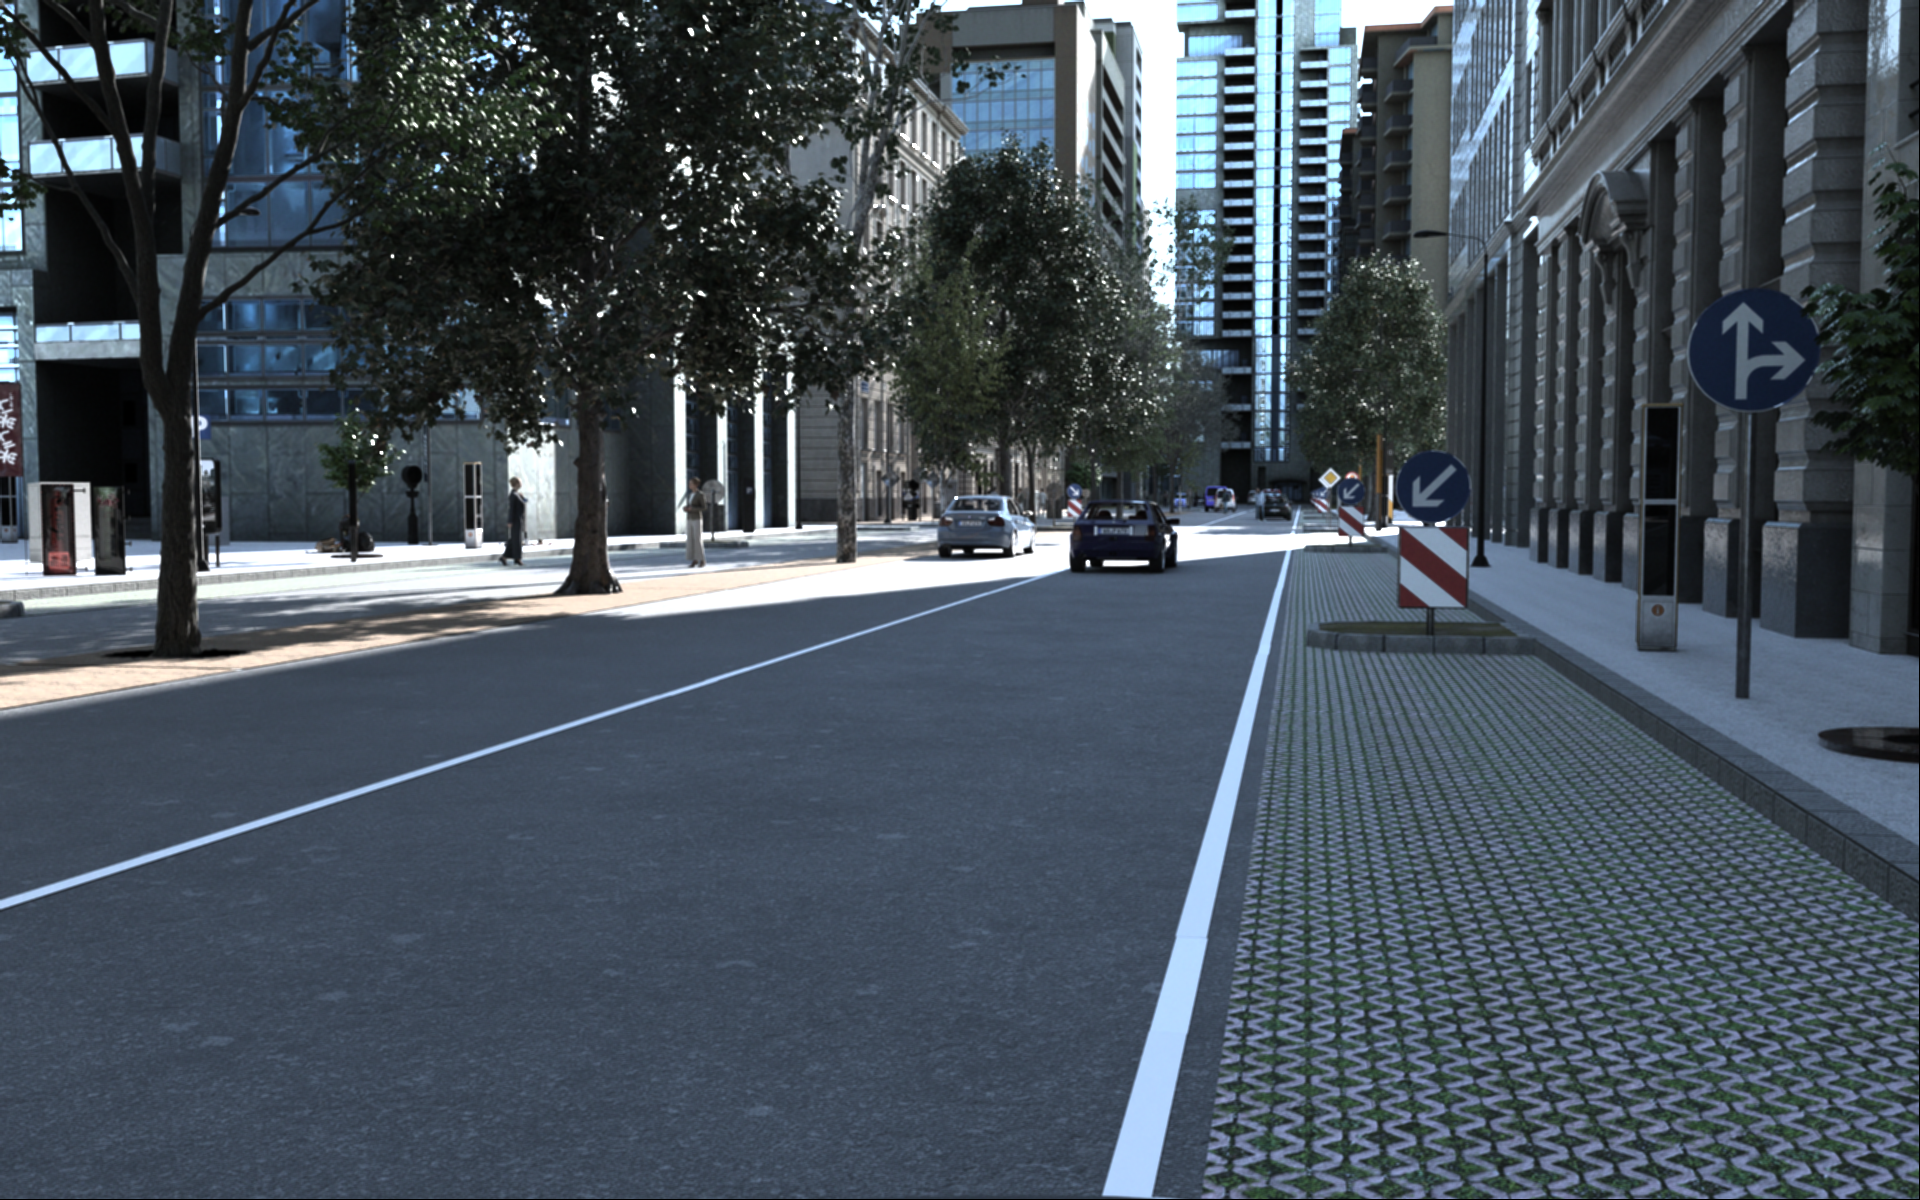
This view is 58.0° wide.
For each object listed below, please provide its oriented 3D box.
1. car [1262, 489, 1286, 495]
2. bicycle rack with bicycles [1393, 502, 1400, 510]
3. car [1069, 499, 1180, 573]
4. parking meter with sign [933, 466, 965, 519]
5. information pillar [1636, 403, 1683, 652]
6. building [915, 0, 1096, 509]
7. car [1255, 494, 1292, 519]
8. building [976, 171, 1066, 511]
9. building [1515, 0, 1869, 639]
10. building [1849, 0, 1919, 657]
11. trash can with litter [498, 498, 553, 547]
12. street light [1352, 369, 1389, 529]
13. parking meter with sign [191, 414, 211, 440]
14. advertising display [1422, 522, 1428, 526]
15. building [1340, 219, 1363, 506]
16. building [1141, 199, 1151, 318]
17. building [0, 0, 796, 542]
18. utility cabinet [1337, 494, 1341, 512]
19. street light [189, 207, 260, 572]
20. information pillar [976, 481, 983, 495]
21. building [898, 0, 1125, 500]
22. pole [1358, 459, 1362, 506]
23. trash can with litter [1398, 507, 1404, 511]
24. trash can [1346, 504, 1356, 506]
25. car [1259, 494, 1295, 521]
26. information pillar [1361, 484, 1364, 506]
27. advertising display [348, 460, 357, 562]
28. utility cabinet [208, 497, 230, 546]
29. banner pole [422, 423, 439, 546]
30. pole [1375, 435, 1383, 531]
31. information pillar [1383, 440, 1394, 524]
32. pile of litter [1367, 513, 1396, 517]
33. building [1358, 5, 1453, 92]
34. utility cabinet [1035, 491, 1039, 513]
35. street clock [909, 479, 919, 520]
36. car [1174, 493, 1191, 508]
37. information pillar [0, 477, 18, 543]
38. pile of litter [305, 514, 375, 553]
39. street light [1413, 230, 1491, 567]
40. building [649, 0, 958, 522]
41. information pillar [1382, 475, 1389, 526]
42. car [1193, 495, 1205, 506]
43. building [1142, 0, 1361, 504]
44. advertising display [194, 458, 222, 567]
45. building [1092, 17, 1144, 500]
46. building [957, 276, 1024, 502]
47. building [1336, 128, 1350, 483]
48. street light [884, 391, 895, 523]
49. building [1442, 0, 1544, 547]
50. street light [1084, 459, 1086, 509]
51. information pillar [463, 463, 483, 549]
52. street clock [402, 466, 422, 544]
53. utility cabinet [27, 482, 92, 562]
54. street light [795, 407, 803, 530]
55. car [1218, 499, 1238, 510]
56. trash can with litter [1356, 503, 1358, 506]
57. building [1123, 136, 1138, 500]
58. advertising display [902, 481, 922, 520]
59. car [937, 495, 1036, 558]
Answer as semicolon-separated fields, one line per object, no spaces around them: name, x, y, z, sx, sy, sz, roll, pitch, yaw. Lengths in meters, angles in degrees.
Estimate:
car;24.664;-7.855;137.101;2.281;1.827;5.304;1;4;12
bicycle rack with bicycles;35.050;-7.622;137.995;2.852;0.926;2.925;-3;5;-40
car;3.159;-1.246;32.953;1.945;1.354;3.894;1;4;12
parking meter with sign;-0.536;-5.774;90.666;1.738;3.016;0.543;-1;4;-22
information pillar;5.723;-0.593;14.184;0.304;2.012;0.304;1;4;18
building;4.646;-31.077;158.227;14.600;45.320;14.200;1;4;11
car;18.229;-5.452;100.946;2.131;1.459;4.920;1;4;12
building;1.020;-20.622;134.430;12.463;27.353;25.104;1;4;11
building;13.931;-11.864;22.850;11.050;23.489;19.941;1;4;11
building;10.986;-9.178;4.805;10.420;20.320;16.860;1;4;11
trash can with litter;-10.692;-1.968;43.233;1.678;1.210;2.233;1;4;11
street light;15.264;-5.621;64.447;1.470;5.913;1.316;1;4;11
parking meter with sign;-17.063;-2.596;38.698;0.543;3.016;1.738;-2;4;-27
advertising display;11.068;-2.192;41.057;0.123;1.923;0.974;1;4;22
building;47.252;-25.110;182.242;14.160;30.474;14.107;1;4;11
building;19.018;-34.143;241.831;14.086;41.232;14.154;1;4;11
building;-23.697;-45.468;56.067;31.000;86.520;22.319;1;4;11
utility cabinet;26.909;-6.992;123.005;0.318;1.500;1.173;1;4;12
street light;-12.026;-3.412;28.328;1.470;5.913;1.316;1;4;11
information pillar;1.060;-5.669;97.188;0.304;2.012;0.304;0;4;4
building;4.986;-33.831;176.845;21.300;48.544;21.600;1;4;11
pole;22.777;-6.412;98.673;0.158;3.312;0.155;0;3;0
trash can with litter;33.962;-7.394;132.282;1.055;1.170;0.624;3;4;38
trash can;25.581;-6.220;113.354;0.748;1.137;0.748;0;3;0
car;17.251;-5.189;94.621;2.009;1.686;4.222;1;4;12
information pillar;28.079;-7.148;121.367;0.304;2.012;0.304;2;4;33
advertising display;-11.535;-1.693;32.897;0.123;1.923;0.974;-1;4;-19
utility cabinet;-18.431;-1.949;43.031;0.306;1.237;1.020;-1;4;-10
banner pole;-13.252;-3.245;43.071;0.401;3.779;0.863;-2;4;-28
pole;14.391;-4.012;59.443;0.158;3.312;0.155;0;3;0
information pillar;18.381;-5.078;74.380;0.504;3.616;0.183;-1;4;-9
pile of litter;24.010;-5.175;98.568;1.719;0.858;1.176;0;4;3
building;47.860;-30.899;159.824;22.147;44.769;28.867;1;4;11
utility cabinet;5.002;-6.719;118.529;0.318;1.500;1.173;2;4;33
street clock;-2.235;-4.873;84.242;0.471;2.002;0.358;-1;4;-20
car;23.233;-10.519;181.569;1.945;1.707;3.694;1;4;12
information pillar;-24.911;-2.498;45.329;0.304;2.012;0.304;0;4;-1
pile of litter;-13.678;-1.484;38.227;1.719;0.858;1.176;-3;5;-44
street light;8.672;-3.549;30.559;1.470;5.913;1.316;1;4;11
building;-7.922;-17.933;90.473;12.463;27.353;25.104;1;4;11
information pillar;16.007;-3.723;65.359;0.304;2.012;0.304;0;4;8
car;28.256;-11.654;203.116;1.945;1.354;3.894;1;4;12
building;41.932;-56.725;240.121;31.000;86.520;22.319;1;4;11
advertising display;-13.555;-1.564;30.782;0.974;1.923;0.123;1;4;20
building;8.164;-41.207;215.740;28.212;58.520;21.231;1;4;11
building;-2.016;-15.138;112.142;10.561;19.102;19.286;1;4;11
building;55.398;-33.529;202.824;22.147;44.769;28.867;1;4;11
street light;-2.665;-6.337;76.150;1.470;5.913;1.316;1;4;11
building;20.073;-16.469;46.753;11.434;29.767;29.804;1;4;11
street light;11.010;-10.527;144.652;1.470;5.913;1.316;1;4;11
information pillar;-11.394;-2.204;40.530;0.304;2.012;0.304;1;4;15
street clock;-13.955;-2.421;44.147;0.358;2.002;0.471;3;4;36
utility cabinet;-16.937;-1.462;32.586;0.318;1.500;1.173;1;4;19
street light;-5.297;-5.500;62.460;1.470;5.913;1.316;1;4;11
car;23.927;-8.906;155.392;2.009;1.686;4.222;1;4;11
trash can with litter;30.325;-7.426;132.474;1.678;1.210;2.233;-1;4;-13
building;12.080;-31.207;193.823;14.154;41.232;14.086;1;4;11
advertising display;-2.359;-4.861;84.693;0.974;1.923;0.123;1;4;8
car;0.641;-1.742;40.492;2.014;1.417;4.499;1;4;11
